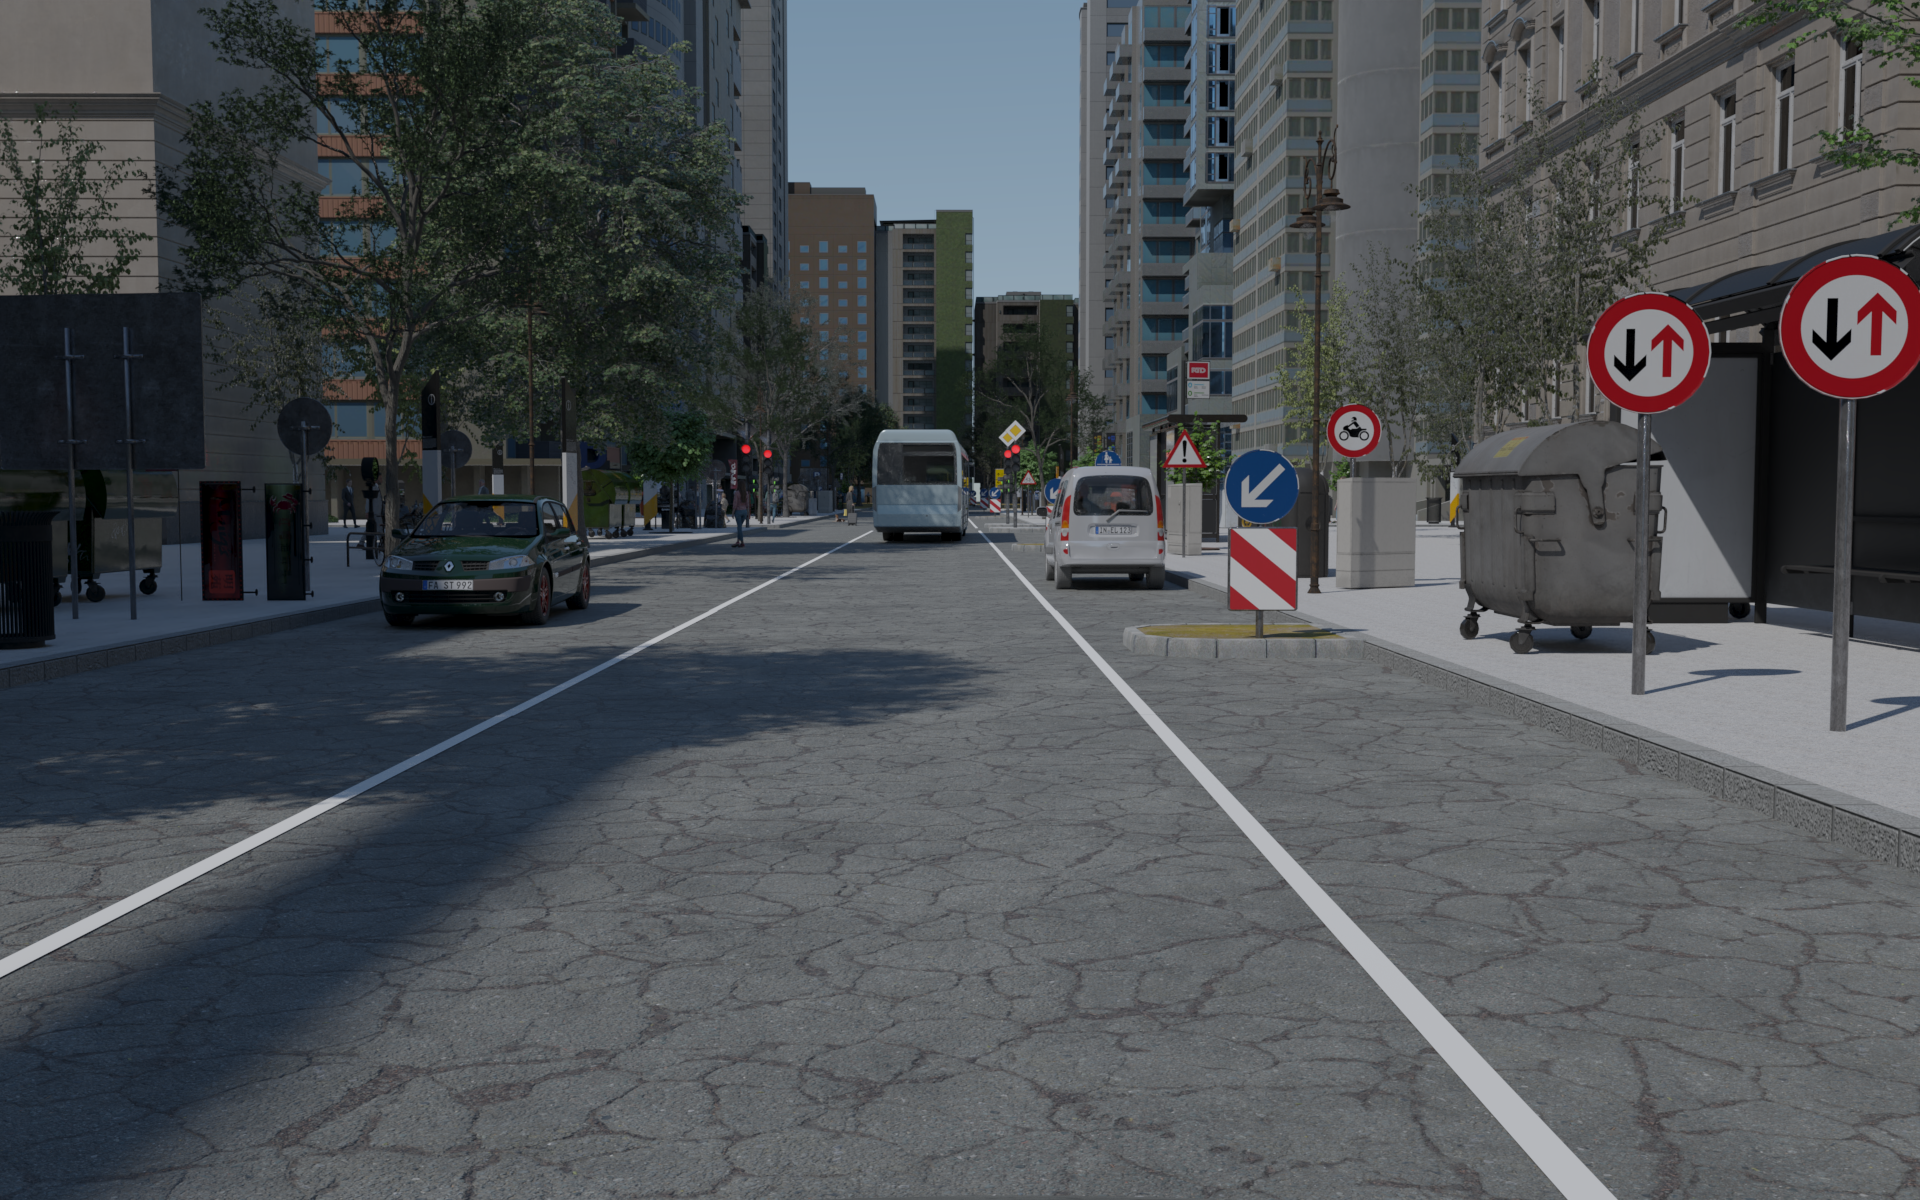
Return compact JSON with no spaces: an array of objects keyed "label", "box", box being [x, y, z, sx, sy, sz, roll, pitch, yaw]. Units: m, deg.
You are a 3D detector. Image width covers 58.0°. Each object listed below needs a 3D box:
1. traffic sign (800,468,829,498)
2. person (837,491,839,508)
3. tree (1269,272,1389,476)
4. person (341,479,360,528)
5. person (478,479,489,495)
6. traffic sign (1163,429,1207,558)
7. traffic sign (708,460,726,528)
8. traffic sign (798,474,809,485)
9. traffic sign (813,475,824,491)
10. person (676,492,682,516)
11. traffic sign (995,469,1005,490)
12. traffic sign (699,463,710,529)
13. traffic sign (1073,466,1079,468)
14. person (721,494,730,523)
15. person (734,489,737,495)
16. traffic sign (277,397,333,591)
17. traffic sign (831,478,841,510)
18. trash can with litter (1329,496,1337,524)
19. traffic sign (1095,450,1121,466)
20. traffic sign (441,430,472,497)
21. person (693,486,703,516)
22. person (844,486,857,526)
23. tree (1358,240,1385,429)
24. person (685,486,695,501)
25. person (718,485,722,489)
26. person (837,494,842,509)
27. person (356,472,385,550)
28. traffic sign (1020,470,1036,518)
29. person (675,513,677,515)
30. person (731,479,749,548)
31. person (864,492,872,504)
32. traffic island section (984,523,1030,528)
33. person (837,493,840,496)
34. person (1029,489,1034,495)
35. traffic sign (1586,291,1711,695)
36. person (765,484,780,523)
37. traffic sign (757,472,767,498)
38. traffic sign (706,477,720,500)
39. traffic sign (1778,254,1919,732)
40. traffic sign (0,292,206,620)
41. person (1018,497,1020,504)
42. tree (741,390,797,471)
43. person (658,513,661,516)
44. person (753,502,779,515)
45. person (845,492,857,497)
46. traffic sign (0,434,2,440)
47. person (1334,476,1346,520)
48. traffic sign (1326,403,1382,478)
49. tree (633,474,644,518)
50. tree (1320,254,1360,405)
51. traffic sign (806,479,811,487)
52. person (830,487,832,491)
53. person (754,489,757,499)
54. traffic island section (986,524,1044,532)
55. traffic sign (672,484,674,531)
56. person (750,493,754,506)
[{"label":"traffic sign","box":[-11.466,-8.717,136.403,2.265,3.308,0.079,0,4,1]},{"label":"person","box":[-11.607,-9.661,164.007,0.705,1.824,1.348,0,4,5]},{"label":"tree","box":[12.242,-6.603,58.326,4.737,8.622,4.395,0,3,0]},{"label":"person","box":[-22.897,-3.623,65.064,0.755,1.850,0.659,2,4,32]},{"label":"person","box":[-16.238,-3.199,58.745,0.661,1.777,0.834,3,5,40]},{"label":"traffic sign","box":[4.513,-2.132,34.866,0.884,2.594,0.081,0,4,3]},{"label":"traffic sign","box":[-9.093,-3.938,64.497,0.768,2.556,0.104,0,4,2]},{"label":"traffic sign","box":[-10.008,-6.770,110.794,0.768,2.556,0.104,1,4,9]},{"label":"traffic sign","box":[-9.598,-7.167,117.283,0.768,2.556,0.104,0,4,8]},{"label":"person","box":[-16.120,-5.674,99.477,0.598,1.740,0.731,2,4,34]},{"label":"traffic sign","box":[3.949,-8.890,139.228,2.265,3.308,0.079,0,4,6]},{"label":"traffic sign","box":[-9.428,-3.833,62.780,0.768,2.556,0.104,0,4,4]},{"label":"traffic sign","box":[5.375,-4.883,79.945,0.768,2.556,0.104,0,4,1]},{"label":"person","box":[-10.345,-4.009,75.858,0.640,1.303,0.475,1,4,18]},{"label":"person","box":[-18.366,-8.257,141.268,0.641,1.798,0.478,1,4,17]},{"label":"traffic sign","box":[-8.629,-1.389,22.811,0.768,2.556,0.104,0,4,7]},{"label":"traffic sign","box":[-9.866,-8.438,137.972,0.884,2.594,0.081,0,4,3]},{"label":"trash can with litter","box":[16.050,-3.957,75.750,1.678,1.210,2.233,1,4,14]},{"label":"traffic sign","box":[4.336,-3.096,50.727,0.768,2.556,0.104,0,4,7]},{"label":"traffic sign","box":[-10.063,-2.098,34.407,0.768,2.556,0.104,0,4,4]},{"label":"person","box":[-15.466,-5.904,102.591,0.581,1.822,0.654,1,4,22]},{"label":"person","box":[-4.999,-4.295,78.944,0.699,1.804,1.509,0,4,1]},{"label":"tree","box":[10.821,-5.168,34.859,4.360,8.622,3.978,0,3,0]},{"label":"person","box":[-16.748,-6.196,107.526,0.592,1.802,0.473,2,4,26]},{"label":"person","box":[-13.396,-5.495,96.162,0.850,1.792,0.678,-3,5,-45]},{"label":"person","box":[-9.863,-8.064,142.130,0.590,1.304,0.306,2,4,33]},{"label":"person","box":[-13.344,-2.028,39.474,0.850,1.792,0.678,-1,4,-13]},{"label":"traffic sign","box":[3.709,-5.743,93.895,0.884,2.594,0.081,1,4,9]},{"label":"person","box":[-17.727,-6.173,107.156,0.721,1.800,0.419,1,4,20]},{"label":"person","box":[-5.875,-2.320,46.439,0.388,1.821,0.555,2,4,34]},{"label":"person","box":[-12.069,-13.424,228.719,1.217,1.736,0.721,-2,4,-25]},{"label":"traffic island section","box":[2.064,-3.164,74.014,2.009,0.180,2.903,0,4,0]},{"label":"person","box":[-10.944,-8.831,151.142,1.217,1.735,0.721,1,4,9]},{"label":"person","box":[5.500,-7.706,132.131,0.616,1.811,0.778,-2,4,-25]},{"label":"traffic sign","box":[4.341,-0.667,11.011,0.768,2.556,0.104,0,4,4]},{"label":"person","box":[-8.329,-4.315,76.943,0.623,1.781,0.721,-1,4,-15]},{"label":"traffic sign","box":[-11.554,-6.202,101.502,0.768,2.556,0.104,0,4,0]},{"label":"traffic sign","box":[-10.500,-4.378,73.703,0.606,2.300,0.079,0,4,6]},{"label":"traffic sign","box":[4.755,-0.563,9.303,0.768,2.556,0.104,0,4,5]},{"label":"traffic sign","box":[-8.764,-1.454,17.648,2.265,3.308,0.079,0,4,8]},{"label":"person","box":[7.440,-12.925,217.883,1.217,1.766,0.721,-2,4,-27]},{"label":"tree","box":[-12.764,-10.089,115.324,4.737,8.622,4.395,0,3,0]},{"label":"person","box":[-17.853,-5.922,103.346,0.782,1.767,0.515,-1,4,-15]},{"label":"person","box":[-11.519,-5.944,103.436,1.509,1.804,0.699,1,4,22]},{"label":"person","box":[-10.479,-9.767,166.437,1.217,1.736,0.721,0,4,3]},{"label":"traffic sign","box":[-9.772,-1.035,16.927,0.884,2.594,0.081,1,4,8]},{"label":"person","box":[11.734,-2.884,53.201,0.388,1.821,0.555,-3,5,-43]},{"label":"traffic sign","box":[5.542,-1.489,24.445,0.768,2.556,0.104,0,4,3]},{"label":"tree","box":[-16.764,-5.931,91.581,1.663,3.219,1.824,0,3,0]},{"label":"tree","box":[12.420,-6.069,49.599,4.360,8.622,3.978,0,3,0]},{"label":"traffic sign","box":[-11.734,-8.047,131.670,0.768,2.556,0.104,1,4,8]},{"label":"person","box":[-9.866,-7.655,131.540,0.444,1.785,0.601,2,4,25]},{"label":"person","box":[-17.834,-8.878,151.876,0.721,1.739,1.217,1,4,13]},{"label":"traffic island section","box":[2.130,-2.676,66.029,2.009,0.180,2.903,0,4,0]},{"label":"traffic sign","box":[-10.027,-3.690,60.442,0.768,2.556,0.104,0,3,0]},{"label":"person","box":[-15.550,-7.469,128.404,0.600,1.795,0.529,-2,4,-30]}]
